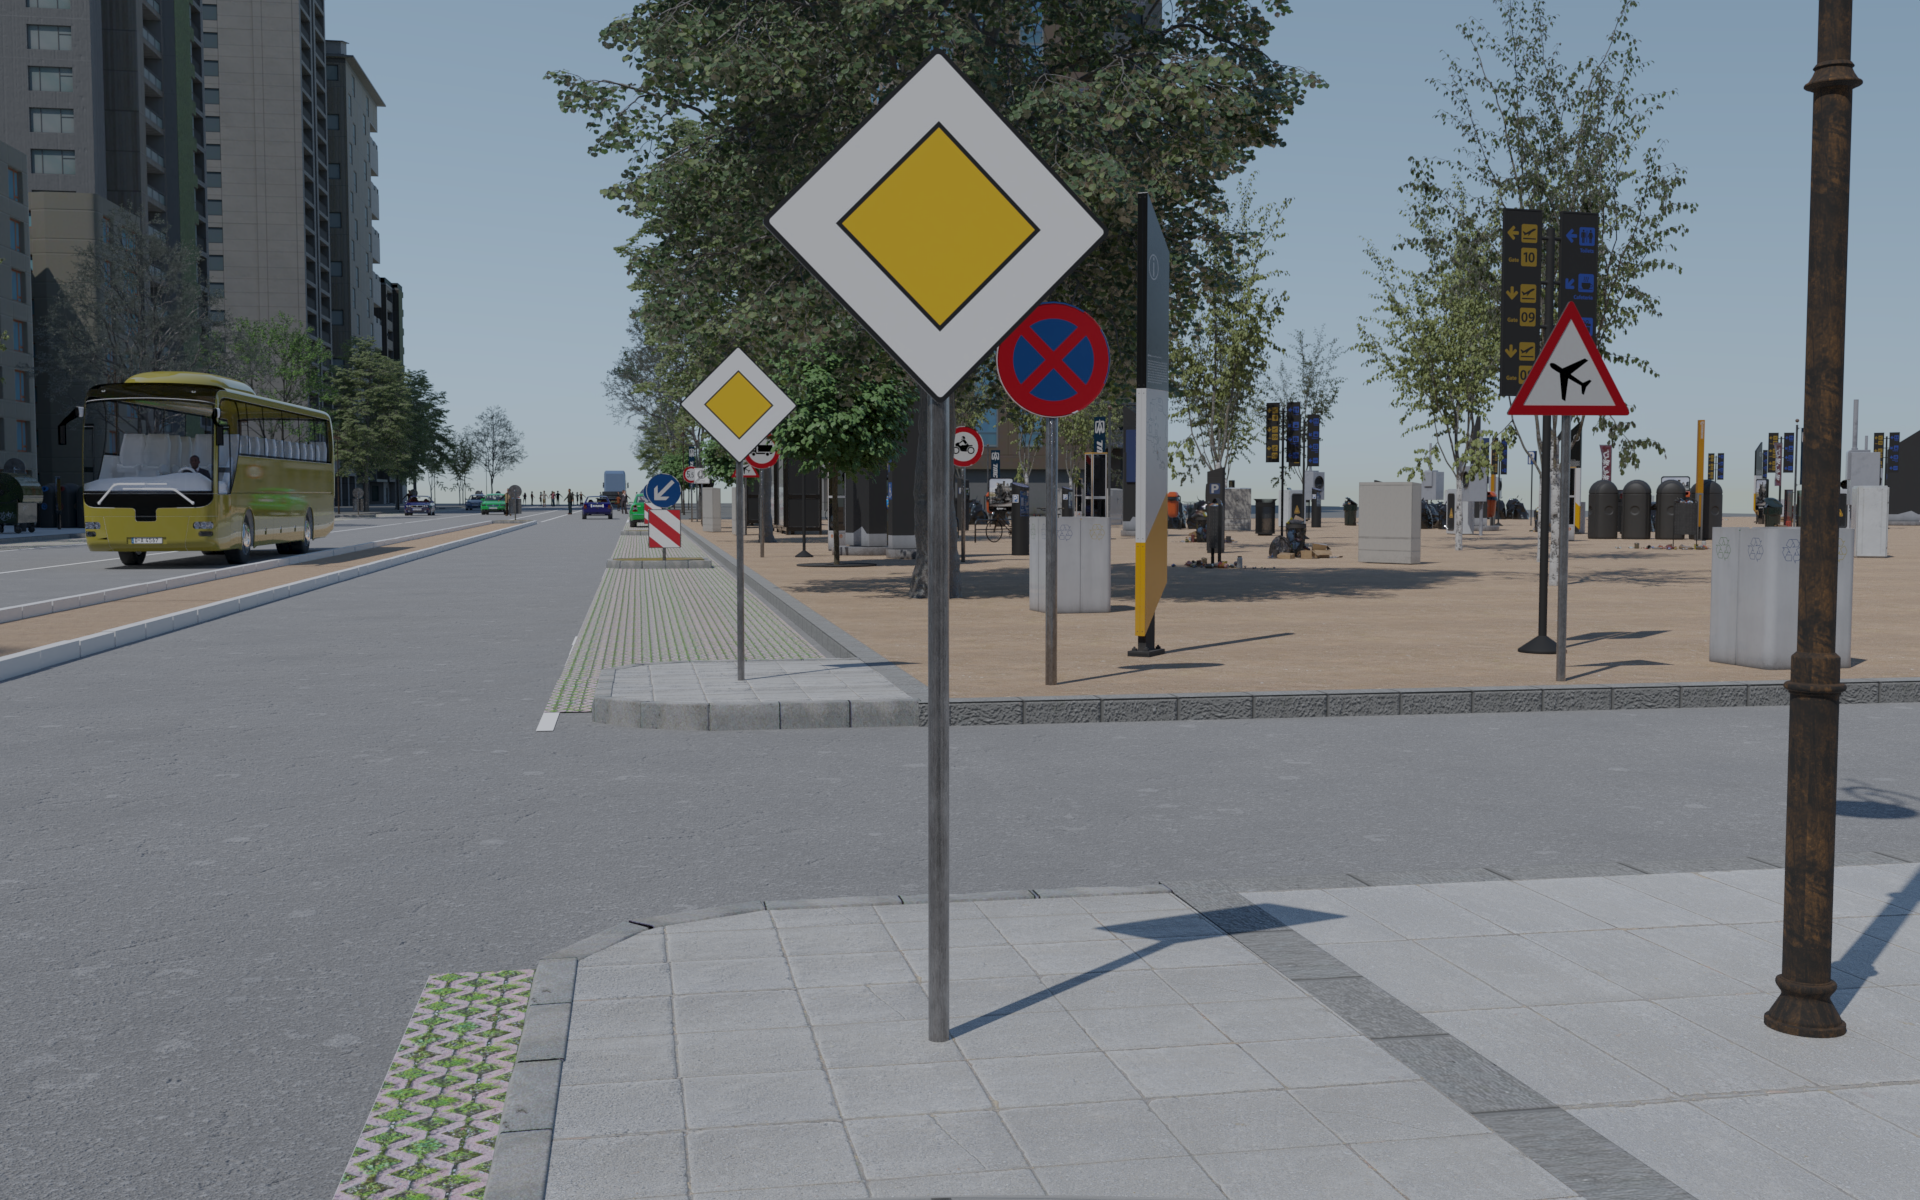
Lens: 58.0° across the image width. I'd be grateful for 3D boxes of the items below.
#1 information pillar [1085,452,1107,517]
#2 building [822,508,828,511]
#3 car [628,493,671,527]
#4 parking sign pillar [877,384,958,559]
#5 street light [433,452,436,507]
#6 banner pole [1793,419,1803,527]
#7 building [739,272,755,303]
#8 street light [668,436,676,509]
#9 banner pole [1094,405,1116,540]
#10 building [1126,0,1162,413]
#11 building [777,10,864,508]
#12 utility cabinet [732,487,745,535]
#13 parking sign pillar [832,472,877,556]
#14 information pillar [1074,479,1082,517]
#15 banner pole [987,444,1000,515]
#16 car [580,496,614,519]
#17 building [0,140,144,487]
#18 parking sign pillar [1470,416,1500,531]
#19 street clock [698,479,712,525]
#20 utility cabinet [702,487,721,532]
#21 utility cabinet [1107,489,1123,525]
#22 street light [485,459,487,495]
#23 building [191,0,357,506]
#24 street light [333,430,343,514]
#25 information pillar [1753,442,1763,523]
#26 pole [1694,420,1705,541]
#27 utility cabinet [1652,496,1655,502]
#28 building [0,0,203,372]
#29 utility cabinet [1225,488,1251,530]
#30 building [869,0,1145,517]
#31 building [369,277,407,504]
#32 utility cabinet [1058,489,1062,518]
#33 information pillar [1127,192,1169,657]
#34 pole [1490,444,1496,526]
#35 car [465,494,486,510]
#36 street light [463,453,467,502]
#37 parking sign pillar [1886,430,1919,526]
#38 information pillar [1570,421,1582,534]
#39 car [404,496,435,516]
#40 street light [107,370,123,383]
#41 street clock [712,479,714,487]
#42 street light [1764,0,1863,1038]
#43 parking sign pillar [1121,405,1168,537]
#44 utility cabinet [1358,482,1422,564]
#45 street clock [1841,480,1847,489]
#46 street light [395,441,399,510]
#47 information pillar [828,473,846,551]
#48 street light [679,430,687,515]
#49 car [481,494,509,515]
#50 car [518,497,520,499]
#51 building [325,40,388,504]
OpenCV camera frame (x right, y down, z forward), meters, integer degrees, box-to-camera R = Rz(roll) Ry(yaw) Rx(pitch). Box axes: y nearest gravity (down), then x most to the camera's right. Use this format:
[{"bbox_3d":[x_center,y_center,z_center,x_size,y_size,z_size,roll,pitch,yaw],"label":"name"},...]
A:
[{"bbox_3d":[2.410,-1.606,30.745,0.304,2.012,0.304,-1,4,-22],"label":"information pillar"},{"bbox_3d":[-1.940,-43.070,142.440,20.563,71.187,20.611,-1,4,-10],"label":"building"},{"bbox_3d":[-13.434,-4.066,75.277,1.959,1.807,4.718,-1,4,-10],"label":"car"},{"bbox_3d":[-0.771,-2.830,34.746,1.447,3.967,1.447,-1,4,-13],"label":"parking sign pillar"},{"bbox_3d":[-50.207,-11.785,165.471,0.468,5.910,1.993,-1,4,-10],"label":"street light"},{"bbox_3d":[27.922,-4.124,57.449,0.401,3.779,0.863,-2,4,-27],"label":"banner pole"},{"bbox_3d":[-18.528,-35.305,231.858,22.147,44.769,28.867,-1,4,-10],"label":"building"},{"bbox_3d":[-22.025,-9.825,133.419,0.468,5.910,1.993,-1,4,-10],"label":"street light"},{"bbox_3d":[4.071,-3.614,49.102,0.401,3.779,0.863,-3,5,-40],"label":"banner pole"},{"bbox_3d":[1.396,-41.815,121.929,20.563,71.187,20.611,-1,4,-10],"label":"building"},{"bbox_3d":[-14.728,-46.940,205.720,20.563,71.187,20.611,-1,4,-10],"label":"building"},{"bbox_3d":[-6.911,-2.778,54.095,0.318,1.500,1.173,-1,4,-13],"label":"utility cabinet"},{"bbox_3d":[-1.990,-2.940,36.548,1.447,3.967,1.447,-2,4,-26],"label":"parking sign pillar"},{"bbox_3d":[5.601,-4.738,81.964,0.304,2.012,0.304,-1,4,-14],"label":"information pillar"},{"bbox_3d":[1.614,-5.898,86.457,0.863,3.779,0.401,1,4,12],"label":"banner pole"},{"bbox_3d":[-20.800,-5.305,99.312,1.945,1.354,3.894,-1,4,-12],"label":"car"},{"bbox_3d":[-62.157,-15.098,91.900,27.650,21.520,28.899,-1,4,-10],"label":"building"},{"bbox_3d":[18.051,-4.390,60.242,1.447,3.967,1.447,0,4,8],"label":"parking sign pillar"},{"bbox_3d":[-10.819,-4.183,72.963,0.471,2.002,0.358,-1,4,-14],"label":"street clock"},{"bbox_3d":[-8.364,-3.042,58.417,0.318,1.500,1.173,-2,4,-25],"label":"utility cabinet"},{"bbox_3d":[6.262,-3.785,70.563,0.318,1.500,1.173,2,4,30],"label":"utility cabinet"},{"bbox_3d":[-60.354,-15.165,220.737,0.468,5.910,1.993,-1,4,-10],"label":"street light"},{"bbox_3d":[-75.121,-45.414,180.763,20.563,71.187,20.611,-1,4,-10],"label":"building"},{"bbox_3d":[-40.288,-8.525,112.177,0.468,5.910,1.993,-1,4,-10],"label":"street light"},{"bbox_3d":[35.788,-5.280,77.676,0.504,3.616,0.183,-2,4,-35],"label":"information pillar"},{"bbox_3d":[20.335,-3.288,47.608,0.158,3.312,0.155,0,3,0],"label":"pole"},{"bbox_3d":[29.631,-3.874,74.499,0.306,1.237,1.020,2,4,29],"label":"utility cabinet"},{"bbox_3d":[-59.157,-26.308,113.727,14.154,41.232,14.086,-1,4,-10],"label":"building"},{"bbox_3d":[9.590,-3.177,60.617,1.173,1.500,0.318,0,4,6],"label":"utility cabinet"},{"bbox_3d":[2.277,-27.794,104.540,14.600,45.320,14.200,-1,4,-10],"label":"building"},{"bbox_3d":[-80.812,-27.825,226.645,14.160,30.474,14.107,-1,4,-10],"label":"building"},{"bbox_3d":[3.826,-3.648,68.324,0.318,1.500,1.173,-1,4,-13],"label":"utility cabinet"},{"bbox_3d":[1.521,-1.369,13.744,0.183,3.616,0.504,2,4,28],"label":"information pillar"},{"bbox_3d":[21.629,-4.673,70.250,0.158,3.312,0.155,0,3,0],"label":"pole"},{"bbox_3d":[-42.763,-8.659,153.577,2.014,1.417,4.499,-1,4,-9],"label":"car"},{"bbox_3d":[-55.191,-13.474,193.090,0.468,5.910,1.993,-1,4,-10],"label":"street light"},{"bbox_3d":[38.396,-5.014,70.453,1.447,3.967,1.447,1,4,17],"label":"parking sign pillar"},{"bbox_3d":[19.585,-3.907,55.227,0.183,3.616,0.504,-3,5,-45],"label":"information pillar"},{"bbox_3d":[-36.105,-6.311,115.764,1.945,1.354,3.894,-1,4,-12],"label":"car"},{"bbox_3d":[-31.333,-5.603,64.399,0.468,5.910,1.993,-1,4,-10],"label":"street light"},{"bbox_3d":[-11.281,-4.488,77.943,0.471,2.002,0.358,3,5,44],"label":"street clock"},{"bbox_3d":[2.033,-1.908,3.989,0.468,5.910,1.993,-1,4,-10],"label":"street light"},{"bbox_3d":[5.596,-3.913,52.443,1.447,3.967,1.447,0,4,0],"label":"parking sign pillar"},{"bbox_3d":[7.908,-1.418,31.863,0.318,1.500,1.173,-3,5,-40],"label":"utility cabinet"},{"bbox_3d":[44.920,-5.095,87.873,0.358,2.002,0.471,-3,5,-43],"label":"street clock"},{"bbox_3d":[-45.407,-10.218,139.859,0.468,5.910,1.993,-1,4,-10],"label":"street light"},{"bbox_3d":[-2.769,-2.110,38.986,0.304,2.012,0.304,-3,5,-41],"label":"information pillar"},{"bbox_3d":[-16.892,-8.137,105.827,0.468,5.910,1.993,-1,4,-10],"label":"street light"},{"bbox_3d":[-32.324,-6.844,120.699,1.959,1.807,4.718,-1,4,-10],"label":"car"},{"bbox_3d":[-50.137,-11.266,193.233,2.155,1.783,4.494,-1,4,-11],"label":"car"},{"bbox_3d":[-83.859,-37.618,204.285,28.713,52.752,27.495,-1,4,-10],"label":"building"}]
